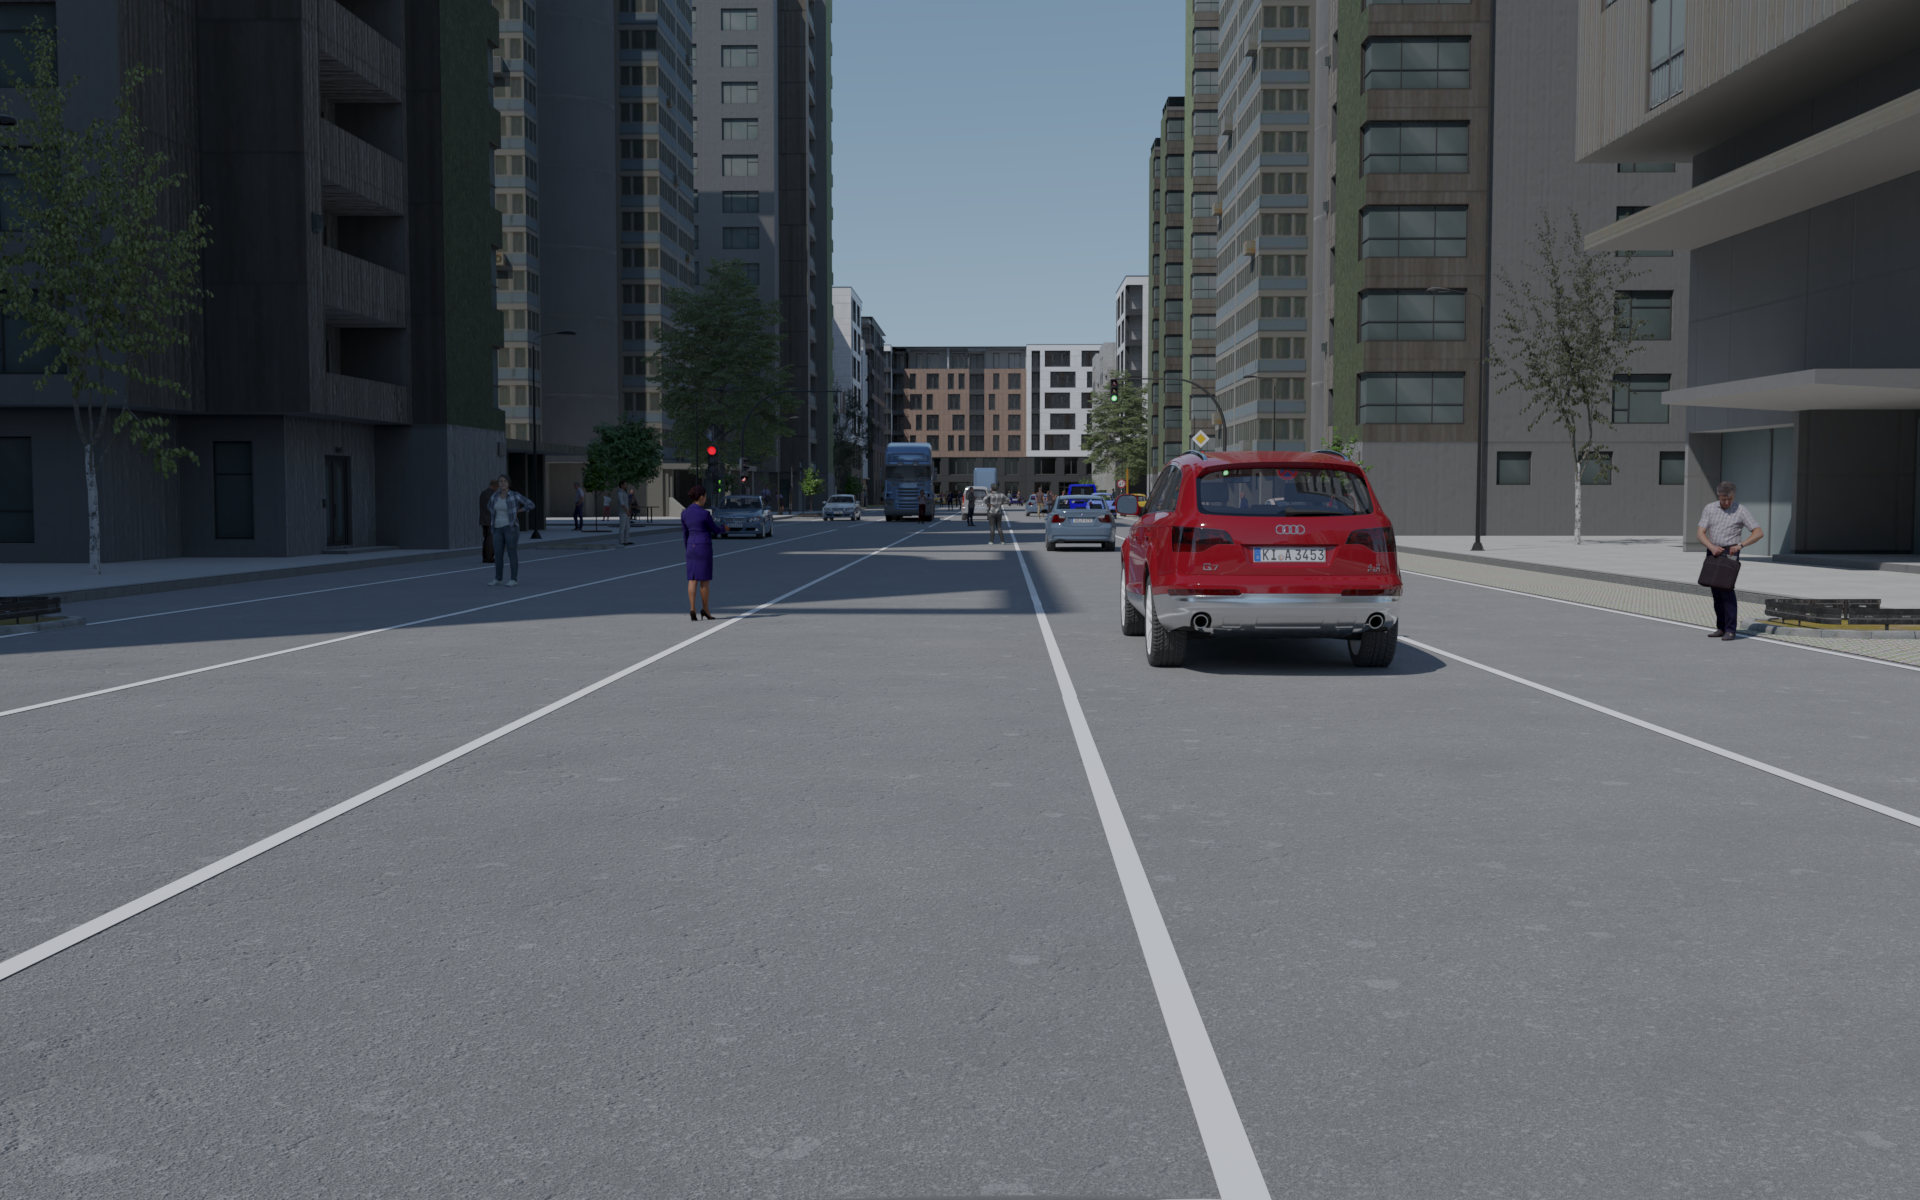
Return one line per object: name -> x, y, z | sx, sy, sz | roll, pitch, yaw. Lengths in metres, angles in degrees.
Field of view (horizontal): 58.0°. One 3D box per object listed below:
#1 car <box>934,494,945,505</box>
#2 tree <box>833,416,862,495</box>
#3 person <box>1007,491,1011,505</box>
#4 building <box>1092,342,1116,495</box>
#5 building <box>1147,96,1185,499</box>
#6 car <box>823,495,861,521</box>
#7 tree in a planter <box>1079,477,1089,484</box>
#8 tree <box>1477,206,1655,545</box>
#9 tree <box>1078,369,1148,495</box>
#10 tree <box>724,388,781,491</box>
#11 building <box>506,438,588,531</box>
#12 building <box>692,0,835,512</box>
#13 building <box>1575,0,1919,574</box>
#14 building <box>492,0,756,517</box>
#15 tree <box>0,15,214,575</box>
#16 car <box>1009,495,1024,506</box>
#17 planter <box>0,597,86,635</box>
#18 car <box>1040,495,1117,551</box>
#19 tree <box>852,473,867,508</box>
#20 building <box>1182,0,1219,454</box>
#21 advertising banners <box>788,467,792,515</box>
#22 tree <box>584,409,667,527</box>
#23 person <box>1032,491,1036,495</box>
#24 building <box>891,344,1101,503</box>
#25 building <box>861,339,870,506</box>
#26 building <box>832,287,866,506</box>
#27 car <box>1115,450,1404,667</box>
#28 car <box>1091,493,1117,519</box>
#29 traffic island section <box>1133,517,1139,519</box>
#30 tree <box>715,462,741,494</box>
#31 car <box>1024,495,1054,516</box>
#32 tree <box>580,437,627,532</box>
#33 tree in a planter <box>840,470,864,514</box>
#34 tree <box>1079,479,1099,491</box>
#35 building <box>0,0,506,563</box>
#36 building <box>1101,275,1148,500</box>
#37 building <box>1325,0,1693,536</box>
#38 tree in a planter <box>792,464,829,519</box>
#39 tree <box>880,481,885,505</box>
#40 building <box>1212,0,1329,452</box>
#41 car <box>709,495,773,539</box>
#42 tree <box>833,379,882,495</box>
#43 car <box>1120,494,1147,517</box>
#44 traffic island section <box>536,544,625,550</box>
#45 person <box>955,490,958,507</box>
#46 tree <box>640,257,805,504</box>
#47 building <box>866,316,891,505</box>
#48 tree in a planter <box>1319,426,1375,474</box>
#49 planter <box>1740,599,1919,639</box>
car -> -2.804, -13.248, 226.823 | 2.015, 1.641, 3.980 | 0, 4, -1
tree -> -10.444, -12.134, 148.756 | 4.360, 8.622, 3.978 | 0, 3, 0
person -> 6.387, -13.171, 223.935 | 0.705, 1.814, 1.350 | -2, 4, -26
building -> 25.276, -21.027, 210.248 | 16.747, 18.905, 31.486 | 0, 4, 1
building -> 21.712, -21.863, 129.163 | 14.160, 30.474, 14.107 | 0, 4, 1
car -> -6.402, -5.027, 94.201 | 2.014, 1.417, 4.499 | 0, 4, 2
tree in a planter -> 12.765, -11.051, 177.909 | 1.991, 3.239, 1.994 | 0, 4, 1
tree -> 15.459, -5.700, 43.550 | 4.360, 8.622, 3.978 | 0, 3, 0
tree -> 14.648, -14.655, 157.733 | 7.486, 12.596, 7.792 | 0, 3, 0
tree -> -14.383, -10.378, 120.047 | 4.737, 8.622, 4.395 | 0, 3, 0
building -> -28.367, -24.350, 52.753 | 28.867, 44.769, 22.147 | 0, 4, 1
building -> -17.076, -27.234, 128.867 | 14.154, 41.232, 14.086 | 0, 4, 1
building -> 26.831, -26.612, 24.340 | 28.713, 52.752, 27.495 | 0, 4, 1
building -> -28.960, -25.094, 102.162 | 32.217, 40.220, 23.993 | 0, 4, 1
tree -> -13.720, -4.698, 27.178 | 4.737, 8.622, 4.395 | 0, 3, 0
car -> 6.698, -11.915, 207.392 | 1.945, 1.354, 3.894 | 0, 4, 3
planter -> -10.507, 0.170, 18.361 | 1.991, 0.319, 1.994 | 0, 4, 1
car -> 3.082, -1.999, 44.693 | 2.014, 1.417, 4.499 | 0, 4, 2
tree -> -9.743, -10.255, 162.263 | 1.663, 3.219, 1.824 | 0, 3, 0
building -> 21.704, -26.371, 114.762 | 14.154, 41.232, 14.086 | 0, 4, 1
advertising banners -> -10.602, -6.867, 108.457 | 0.090, 3.025, 2.074 | 0, 4, 0
tree -> -12.992, -5.118, 67.391 | 4.285, 4.588, 4.351 | 0, 3, 0
person -> 7.881, -10.790, 185.594 | 1.217, 1.739, 0.721 | 2, 4, 27
building -> 7.191, -24.824, 249.840 | 32.646, 21.610, 27.936 | 0, 4, 1
building -> -18.155, -20.487, 191.378 | 16.016, 20.091, 11.380 | 0, 4, 1
building -> -24.671, -19.865, 168.759 | 27.936, 21.610, 32.646 | 0, 4, 1
car -> 2.607, -0.441, 15.886 | 2.281, 1.827, 5.304 | 0, 4, 1
car -> 8.149, -5.527, 99.952 | 1.945, 1.707, 3.694 | 0, 4, 2
traffic island section -> 11.058, -4.749, 100.513 | 1.991, 0.108, 1.994 | 0, 4, 1
tree -> -12.294, -5.807, 89.540 | 1.663, 3.219, 1.824 | 0, 3, 0
car -> 5.120, -6.113, 111.957 | 2.014, 1.417, 4.499 | 0, 4, 1
tree -> -12.269, -3.888, 58.167 | 1.663, 3.219, 1.824 | 0, 3, 0
tree in a planter -> -8.100, -7.994, 127.921 | 1.991, 3.239, 1.994 | 0, 4, 1
tree -> 15.739, -13.507, 215.439 | 1.663, 3.219, 1.824 | 0, 3, 0
building -> -18.865, -16.235, 37.150 | 14.160, 30.474, 14.107 | 0, 4, 1
building -> 29.766, -20.426, 177.945 | 27.936, 21.610, 32.646 | 0, 4, 1
building -> 19.488, -17.569, 58.957 | 14.160, 30.474, 14.107 | 0, 4, 1
tree in a planter -> -8.676, -6.343, 100.935 | 1.991, 3.239, 1.994 | 0, 4, 1
tree -> -8.697, -13.061, 208.150 | 1.663, 3.219, 1.824 | 0, 3, 0
building -> 26.344, -24.395, 90.742 | 23.993, 40.220, 32.217 | 0, 4, 1
car -> -7.131, -2.733, 56.683 | 2.014, 1.417, 4.499 | 0, 4, -1
tree -> -10.424, -12.671, 141.578 | 8.767, 10.594, 7.601 | 0, 4, 4
car -> 11.038, -6.063, 109.350 | 2.015, 1.641, 3.980 | 0, 4, 1
traffic island section -> -9.905, -1.386, 45.521 | 1.991, 0.108, 1.994 | 0, 4, 1
person -> -0.414, -11.278, 192.529 | 0.705, 1.869, 1.348 | 0, 4, -4
tree -> -11.310, -10.073, 82.826 | 7.486, 12.596, 7.792 | 0, 3, 0
building -> -26.042, -22.596, 213.425 | 32.646, 21.610, 27.936 | 0, 4, 1
tree in a planter -> 9.847, -2.937, 45.243 | 1.991, 3.239, 1.994 | 0, 4, 1
planter -> 9.251, 0.196, 17.939 | 1.991, 0.319, 1.994 | 0, 4, 1
